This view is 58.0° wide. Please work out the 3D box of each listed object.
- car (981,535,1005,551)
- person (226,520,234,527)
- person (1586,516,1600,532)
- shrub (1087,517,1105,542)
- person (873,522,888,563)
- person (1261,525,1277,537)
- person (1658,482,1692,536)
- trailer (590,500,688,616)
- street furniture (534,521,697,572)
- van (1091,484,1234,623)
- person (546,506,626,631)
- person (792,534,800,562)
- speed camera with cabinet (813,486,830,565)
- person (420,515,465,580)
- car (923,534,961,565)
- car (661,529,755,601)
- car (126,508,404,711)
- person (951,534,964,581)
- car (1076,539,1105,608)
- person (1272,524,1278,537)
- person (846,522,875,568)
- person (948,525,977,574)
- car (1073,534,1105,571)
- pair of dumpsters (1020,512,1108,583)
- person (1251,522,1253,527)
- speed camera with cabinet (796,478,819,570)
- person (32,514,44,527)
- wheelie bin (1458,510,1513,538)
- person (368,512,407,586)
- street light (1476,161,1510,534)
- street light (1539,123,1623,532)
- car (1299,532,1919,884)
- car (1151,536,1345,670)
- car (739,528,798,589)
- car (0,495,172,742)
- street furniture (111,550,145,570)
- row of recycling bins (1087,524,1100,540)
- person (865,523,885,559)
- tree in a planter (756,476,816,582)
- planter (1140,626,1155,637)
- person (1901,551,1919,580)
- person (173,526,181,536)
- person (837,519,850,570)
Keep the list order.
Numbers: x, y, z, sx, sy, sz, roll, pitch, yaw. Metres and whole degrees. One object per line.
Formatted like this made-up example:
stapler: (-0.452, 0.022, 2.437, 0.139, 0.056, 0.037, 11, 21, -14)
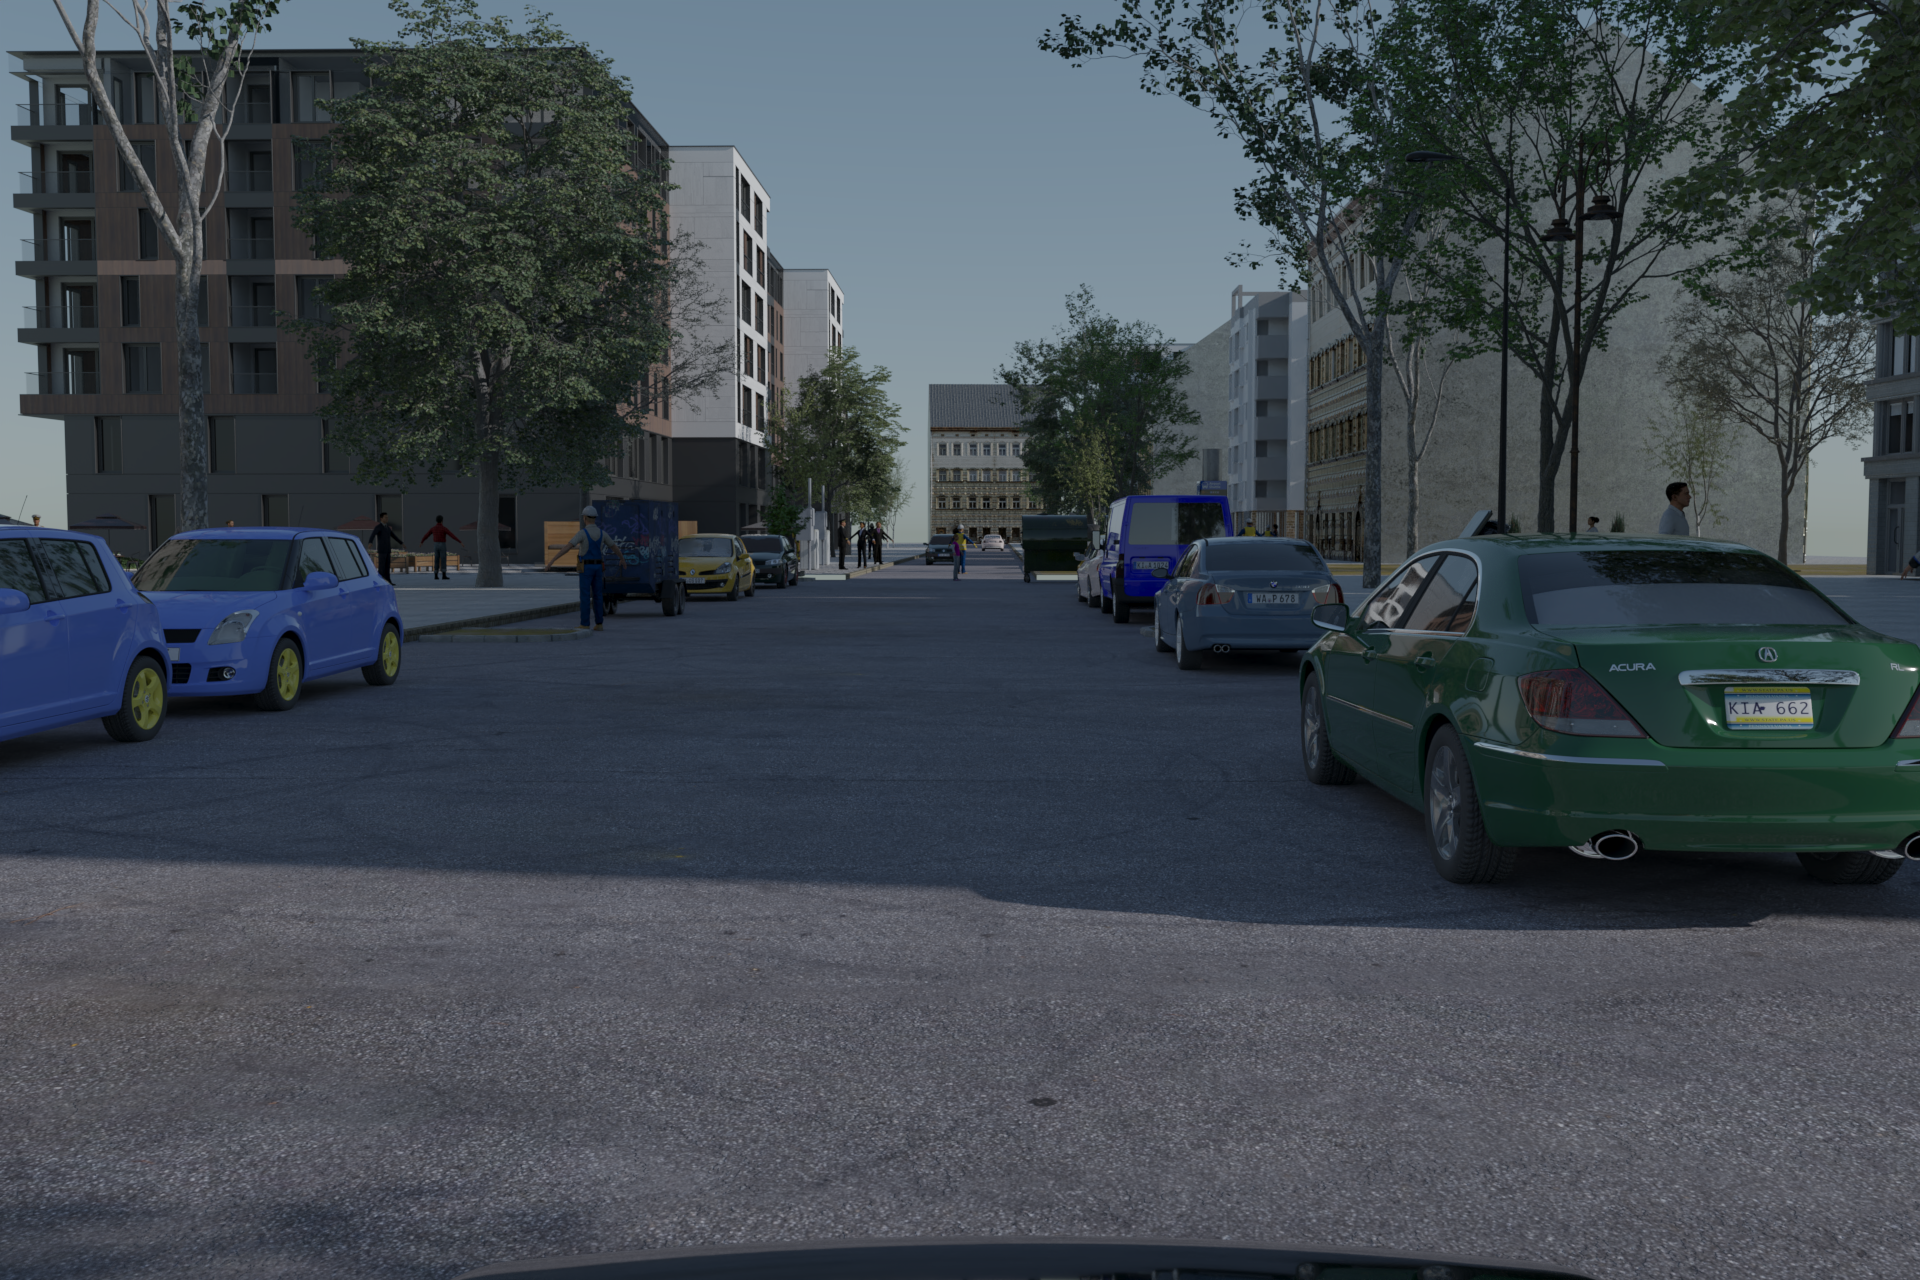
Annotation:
car: (2.756, -8.148, 145.575, 2.083, 1.381, 4.827, 0, 4, 1)
person: (-23.145, -2.958, 55.169, 0.721, 1.733, 1.217, 0, 4, 7)
person: (16.154, -2.312, 44.570, 0.721, 1.739, 1.217, 0, 4, -7)
shrub: (5.524, -3.630, 63.771, 1.690, 2.028, 1.600, 0, 3, 0)
person: (-3.639, -4.397, 78.078, 0.705, 1.806, 1.347, 2, 4, 26)
person: (16.425, -5.235, 92.057, 1.216, 1.772, 0.721, 3, 4, 36)
person: (7.334, -0.704, 17.672, 0.704, 1.810, 1.344, 3, 4, 37)
trailer: (-5.662, -1.388, 29.738, 1.471, 1.999, 3.904, 0, 4, 1)
street furniture: (-10.839, -3.396, 62.379, 9.812, 1.723, 11.010, -1, 4, -14)
van: (3.434, -1.531, 29.422, 2.240, 2.365, 5.245, 0, 4, 1)
person: (-5.477, -1.058, 25.611, 1.347, 1.847, 0.705, -3, 5, -43)
person: (-7.291, -4.451, 78.549, 0.705, 1.858, 1.354, 0, 4, 6)
speed camera with cabinet: (-5.764, -4.718, 71.472, 0.660, 3.252, 2.038, 0, 4, 1)
person: (-14.611, -2.607, 48.729, 1.345, 1.816, 0.704, 1, 4, 10)
car: (-0.693, -4.337, 80.690, 2.009, 1.686, 4.222, 0, 4, 1)
car: (-5.583, -1.715, 38.272, 2.015, 1.641, 3.980, 0, 4, 1)
car: (-6.248, -0.340, 15.150, 1.945, 1.707, 3.694, 0, 4, 1)
person: (-0.055, -2.522, 52.961, 0.599, 1.433, 0.991, 1, 4, 15)
car: (3.421, -1.394, 35.148, 2.083, 1.381, 4.827, 0, 4, 0)
person: (17.040, -5.365, 93.863, 0.704, 1.843, 1.345, 2, 4, 27)
person: (-3.703, -3.550, 64.764, 1.216, 1.740, 0.721, 2, 4, 24)
person: (0.079, -3.268, 62.356, 1.216, 1.772, 0.721, 2, 4, 32)
car: (3.637, -1.799, 39.642, 2.015, 1.641, 3.980, 0, 4, 0)
pair of dumpsters: (3.998, -2.828, 51.192, 4.436, 2.255, 1.574, 0, 3, 0)
person: (12.682, -4.256, 75.716, 0.704, 1.812, 1.346, 0, 4, -7)
speed camera with cabinet: (-5.472, -4.141, 62.038, 0.660, 3.252, 2.038, 0, 4, 3)
person: (-26.965, -2.741, 50.603, 1.343, 1.855, 0.704, -1, 4, -23)
wheelie bin: (6.930, -0.921, 22.968, 0.693, 1.594, 0.980, 0, 4, 2)
person: (-14.249, -2.256, 42.939, 0.704, 1.823, 1.345, 1, 4, 21)
street light: (7.182, -2.971, 21.119, 1.470, 5.913, 1.316, 0, 4, 2)
street light: (7.144, -2.893, 20.086, 0.468, 5.910, 1.993, 0, 4, 1)
car: (2.910, 0.200, 8.522, 2.131, 1.459, 4.920, 0, 4, 0)
car: (3.206, -0.461, 19.533, 2.014, 1.417, 4.499, 0, 4, 2)
car: (-5.394, -2.261, 46.747, 2.009, 1.686, 4.222, 0, 4, 1)
car: (-6.476, -0.068, 10.703, 1.945, 1.707, 3.694, 0, 4, 2)
street furniture: (-29.833, -3.015, 64.930, 5.734, 0.657, 10.072, -1, 4, -23)
row of recycling bins: (5.458, -4.002, 72.545, 1.069, 1.692, 3.534, 0, 4, 0)
person: (-4.501, -5.054, 88.410, 1.354, 1.856, 0.705, -1, 4, -9)
tree in a planter: (-5.466, -3.411, 52.987, 1.991, 3.239, 1.994, 0, 4, 1)
planter: (3.587, -0.213, 24.615, 1.991, 0.319, 1.994, 0, 4, 1)
person: (8.426, -0.496, 14.091, 1.345, 1.831, 0.704, 1, 4, 22)
person: (-17.049, -1.950, 38.454, 0.617, 1.759, 0.750, 0, 4, -1)
person: (-4.207, -3.444, 62.251, 0.705, 1.837, 1.347, -1, 4, -17)
